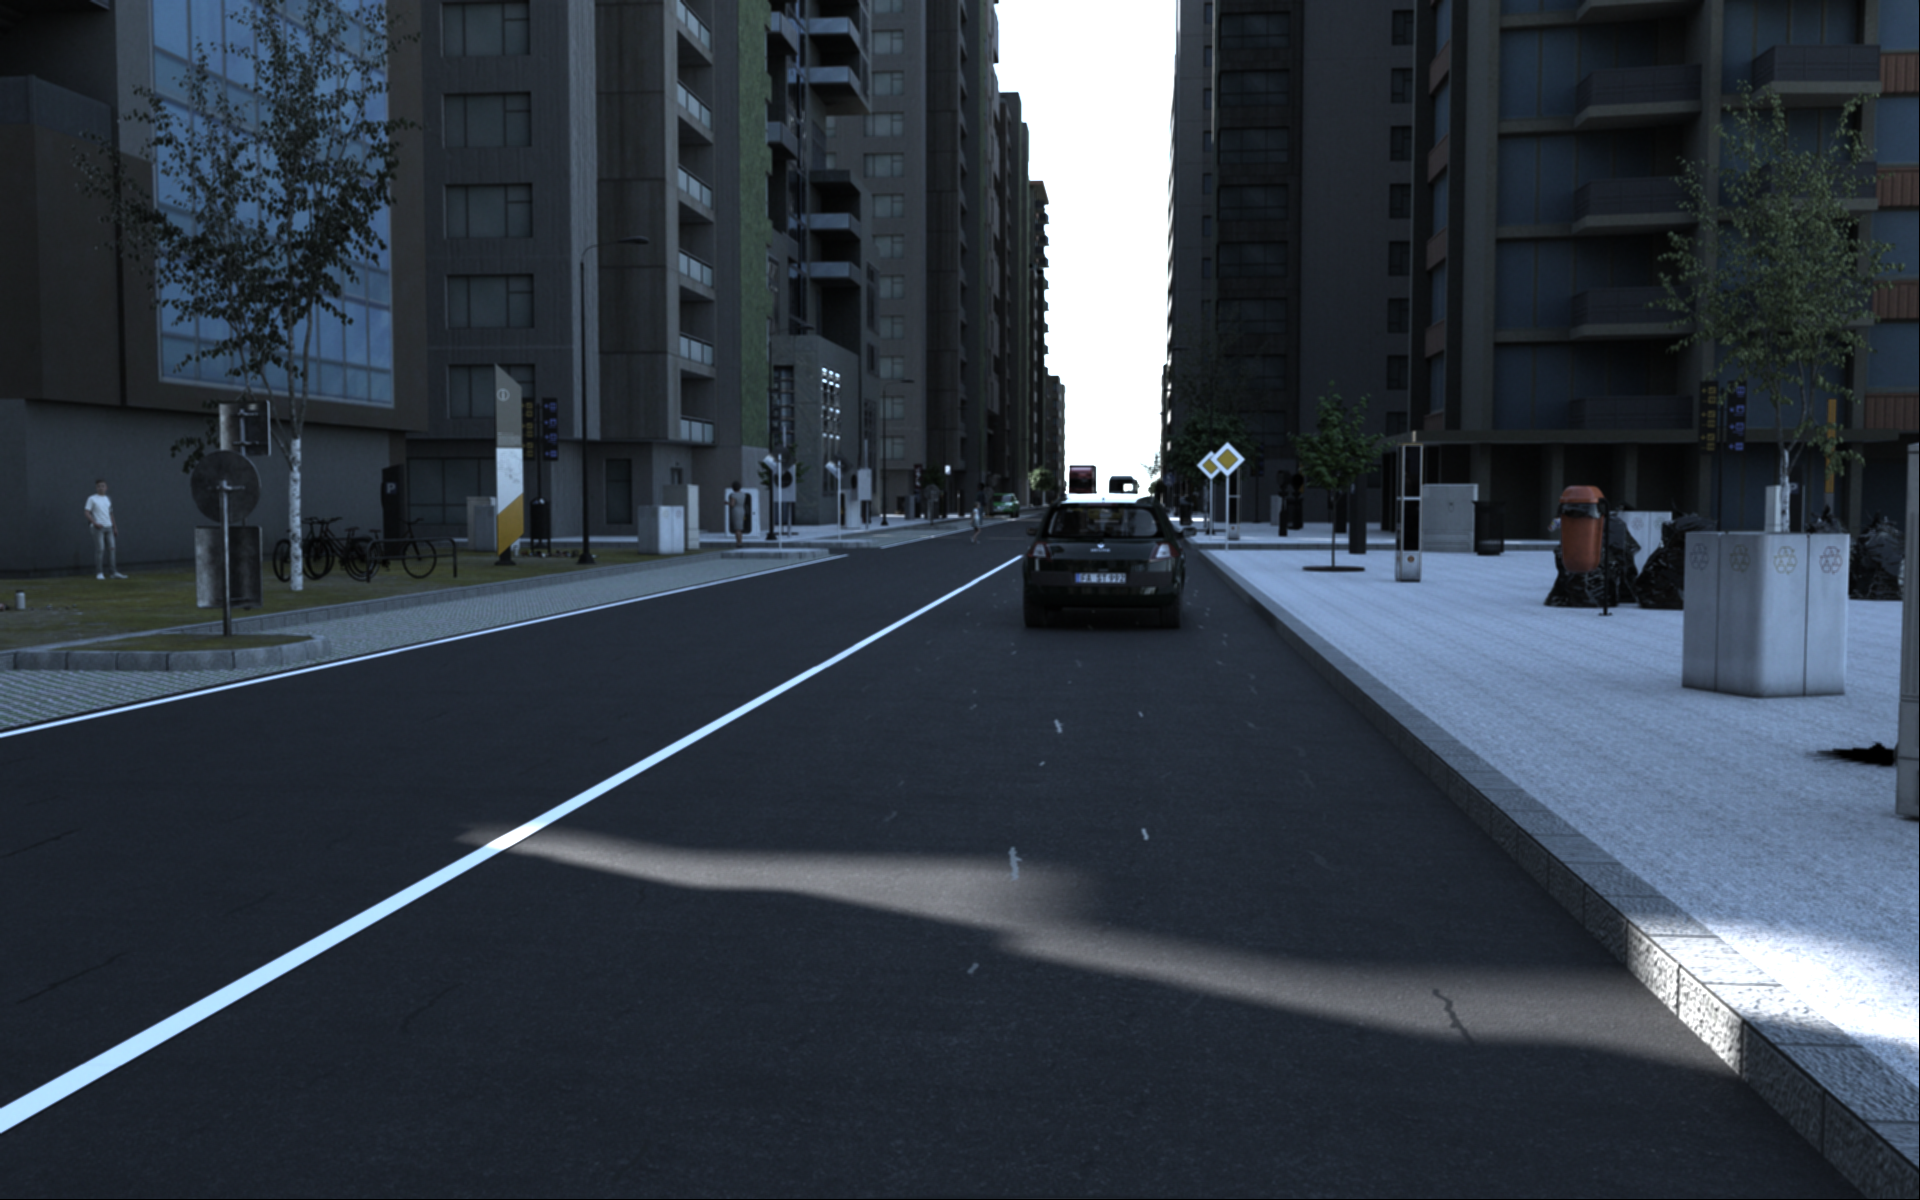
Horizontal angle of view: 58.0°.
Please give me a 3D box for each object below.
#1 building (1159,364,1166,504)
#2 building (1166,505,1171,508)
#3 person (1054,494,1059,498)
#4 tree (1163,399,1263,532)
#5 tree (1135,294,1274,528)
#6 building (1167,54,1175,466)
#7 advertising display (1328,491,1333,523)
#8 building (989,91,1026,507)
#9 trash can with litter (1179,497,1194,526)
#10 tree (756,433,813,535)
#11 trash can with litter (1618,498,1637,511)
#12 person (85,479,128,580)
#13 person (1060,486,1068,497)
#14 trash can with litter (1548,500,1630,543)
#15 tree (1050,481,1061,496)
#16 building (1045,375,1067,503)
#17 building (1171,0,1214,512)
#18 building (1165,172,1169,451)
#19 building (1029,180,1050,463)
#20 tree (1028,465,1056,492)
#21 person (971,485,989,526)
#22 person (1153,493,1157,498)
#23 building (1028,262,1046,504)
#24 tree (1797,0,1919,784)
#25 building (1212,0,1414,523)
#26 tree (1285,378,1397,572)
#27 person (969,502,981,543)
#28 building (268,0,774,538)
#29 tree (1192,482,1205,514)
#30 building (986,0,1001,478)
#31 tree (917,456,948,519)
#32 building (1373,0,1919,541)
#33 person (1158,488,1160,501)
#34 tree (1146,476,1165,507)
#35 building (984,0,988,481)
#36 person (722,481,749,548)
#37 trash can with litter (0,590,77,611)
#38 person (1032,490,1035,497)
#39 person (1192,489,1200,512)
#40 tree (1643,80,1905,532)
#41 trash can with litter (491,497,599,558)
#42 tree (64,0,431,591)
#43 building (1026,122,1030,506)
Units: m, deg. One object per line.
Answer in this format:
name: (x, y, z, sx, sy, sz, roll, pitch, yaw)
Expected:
building: (42.139, -24.344, 243.059, 27.650, 21.520, 28.899, 0, 4, 6)
building: (29.866, -44.238, 161.547, 20.563, 71.187, 20.611, 0, 4, 6)
person: (13.199, -14.217, 239.202, 1.217, 1.735, 0.721, 0, 4, 4)
tree: (8.742, -4.653, 59.797, 4.285, 4.588, 4.351, 0, 3, 0)
tree: (9.467, -7.011, 64.990, 4.360, 8.622, 3.978, 0, 3, 0)
building: (32.933, -34.214, 183.103, 21.300, 48.544, 21.600, 0, 4, 6)
advertising display: (16.570, -4.341, 76.189, 0.974, 1.923, 0.123, -2, 4, -34)
building: (-1.315, -29.842, 171.516, 14.154, 41.232, 14.086, 0, 4, 6)
trash can with litter: (9.278, -3.626, 70.667, 0.624, 1.170, 1.055, 0, 4, 0)
tree: (-5.700, -3.689, 54.919, 1.663, 3.219, 1.824, 0, 3, 0)
trash can with litter: (17.443, -2.040, 44.747, 1.055, 1.170, 0.624, 2, 4, 27)
person: (-12.879, -1.066, 26.072, 0.523, 1.515, 0.503, 0, 4, -4)
person: (4.518, -4.118, 76.248, 0.534, 1.772, 0.576, 1, 4, 11)
trash can with litter: (8.419, -0.727, 23.277, 0.624, 1.170, 1.055, 3, 5, 45)
tree: (12.778, -14.521, 232.012, 1.663, 3.219, 1.824, 0, 3, 0)
building: (1.985, -25.778, 266.506, 27.650, 21.520, 28.899, 0, 4, 6)
building: (27.506, -36.388, 136.943, 21.231, 58.520, 28.212, 0, 4, 6)
building: (33.427, -32.916, 221.766, 14.154, 41.232, 14.086, 0, 4, 6)
building: (0.862, -35.569, 236.180, 22.147, 44.769, 28.867, 0, 4, 6)
tree: (9.124, -12.930, 195.122, 4.285, 4.588, 4.351, 0, 3, 0)
person: (0.866, -4.256, 78.065, 0.794, 1.824, 0.713, -1, 4, -22)
person: (20.510, -10.671, 180.594, 0.705, 1.814, 1.350, 3, 4, 38)
building: (3.181, -27.057, 214.080, 14.160, 30.474, 14.107, 0, 4, 6)
tree: (4.716, -5.007, 7.618, 9.928, 11.665, 9.643, 0, 3, 0)
building: (19.226, -19.081, 83.679, 14.160, 30.474, 14.107, 0, 4, 6)
tree: (6.206, -2.113, 29.144, 1.663, 3.219, 1.824, 0, 3, 0)
person: (0.402, -2.256, 50.406, 0.382, 1.210, 0.505, -1, 4, -12)
building: (-14.344, -22.715, 54.992, 14.154, 41.232, 14.086, 0, 4, 6)
tree: (14.646, -7.110, 110.853, 1.663, 3.219, 1.824, 0, 3, 0)
building: (-10.753, -34.374, 151.250, 28.713, 52.752, 27.495, 0, 4, 6)
tree: (-1.428, -5.758, 88.742, 1.663, 3.219, 1.824, 0, 3, 0)
building: (27.780, -24.479, 54.862, 28.867, 44.769, 22.147, 0, 4, 6)
person: (18.312, -9.340, 158.891, 0.705, 1.807, 1.348, 0, 4, 2)
tree: (24.268, -13.545, 216.062, 1.663, 3.219, 1.824, 0, 3, 0)
building: (-5.383, -29.353, 130.031, 14.600, 45.320, 14.200, 0, 4, 6)
person: (-5.787, -2.206, 44.932, 0.532, 1.782, 0.716, 2, 4, 33)
trash can with litter: (-11.194, -0.511, 19.409, 2.233, 1.210, 1.678, 2, 4, 33)
person: (7.822, -10.698, 181.668, 0.721, 1.743, 1.217, -2, 4, -24)
person: (16.769, -7.177, 124.110, 1.217, 1.736, 0.721, -3, 5, -41)
tree: (14.461, -4.896, 30.409, 4.737, 8.622, 4.395, 0, 3, 0)
trash can with litter: (-8.391, -1.491, 35.432, 2.233, 1.210, 1.678, 2, 4, 33)
tree: (-9.065, -4.438, 22.924, 4.360, 8.622, 3.978, 0, 3, 0)
building: (0.017, -30.698, 185.513, 14.154, 41.232, 14.086, 0, 4, 6)
